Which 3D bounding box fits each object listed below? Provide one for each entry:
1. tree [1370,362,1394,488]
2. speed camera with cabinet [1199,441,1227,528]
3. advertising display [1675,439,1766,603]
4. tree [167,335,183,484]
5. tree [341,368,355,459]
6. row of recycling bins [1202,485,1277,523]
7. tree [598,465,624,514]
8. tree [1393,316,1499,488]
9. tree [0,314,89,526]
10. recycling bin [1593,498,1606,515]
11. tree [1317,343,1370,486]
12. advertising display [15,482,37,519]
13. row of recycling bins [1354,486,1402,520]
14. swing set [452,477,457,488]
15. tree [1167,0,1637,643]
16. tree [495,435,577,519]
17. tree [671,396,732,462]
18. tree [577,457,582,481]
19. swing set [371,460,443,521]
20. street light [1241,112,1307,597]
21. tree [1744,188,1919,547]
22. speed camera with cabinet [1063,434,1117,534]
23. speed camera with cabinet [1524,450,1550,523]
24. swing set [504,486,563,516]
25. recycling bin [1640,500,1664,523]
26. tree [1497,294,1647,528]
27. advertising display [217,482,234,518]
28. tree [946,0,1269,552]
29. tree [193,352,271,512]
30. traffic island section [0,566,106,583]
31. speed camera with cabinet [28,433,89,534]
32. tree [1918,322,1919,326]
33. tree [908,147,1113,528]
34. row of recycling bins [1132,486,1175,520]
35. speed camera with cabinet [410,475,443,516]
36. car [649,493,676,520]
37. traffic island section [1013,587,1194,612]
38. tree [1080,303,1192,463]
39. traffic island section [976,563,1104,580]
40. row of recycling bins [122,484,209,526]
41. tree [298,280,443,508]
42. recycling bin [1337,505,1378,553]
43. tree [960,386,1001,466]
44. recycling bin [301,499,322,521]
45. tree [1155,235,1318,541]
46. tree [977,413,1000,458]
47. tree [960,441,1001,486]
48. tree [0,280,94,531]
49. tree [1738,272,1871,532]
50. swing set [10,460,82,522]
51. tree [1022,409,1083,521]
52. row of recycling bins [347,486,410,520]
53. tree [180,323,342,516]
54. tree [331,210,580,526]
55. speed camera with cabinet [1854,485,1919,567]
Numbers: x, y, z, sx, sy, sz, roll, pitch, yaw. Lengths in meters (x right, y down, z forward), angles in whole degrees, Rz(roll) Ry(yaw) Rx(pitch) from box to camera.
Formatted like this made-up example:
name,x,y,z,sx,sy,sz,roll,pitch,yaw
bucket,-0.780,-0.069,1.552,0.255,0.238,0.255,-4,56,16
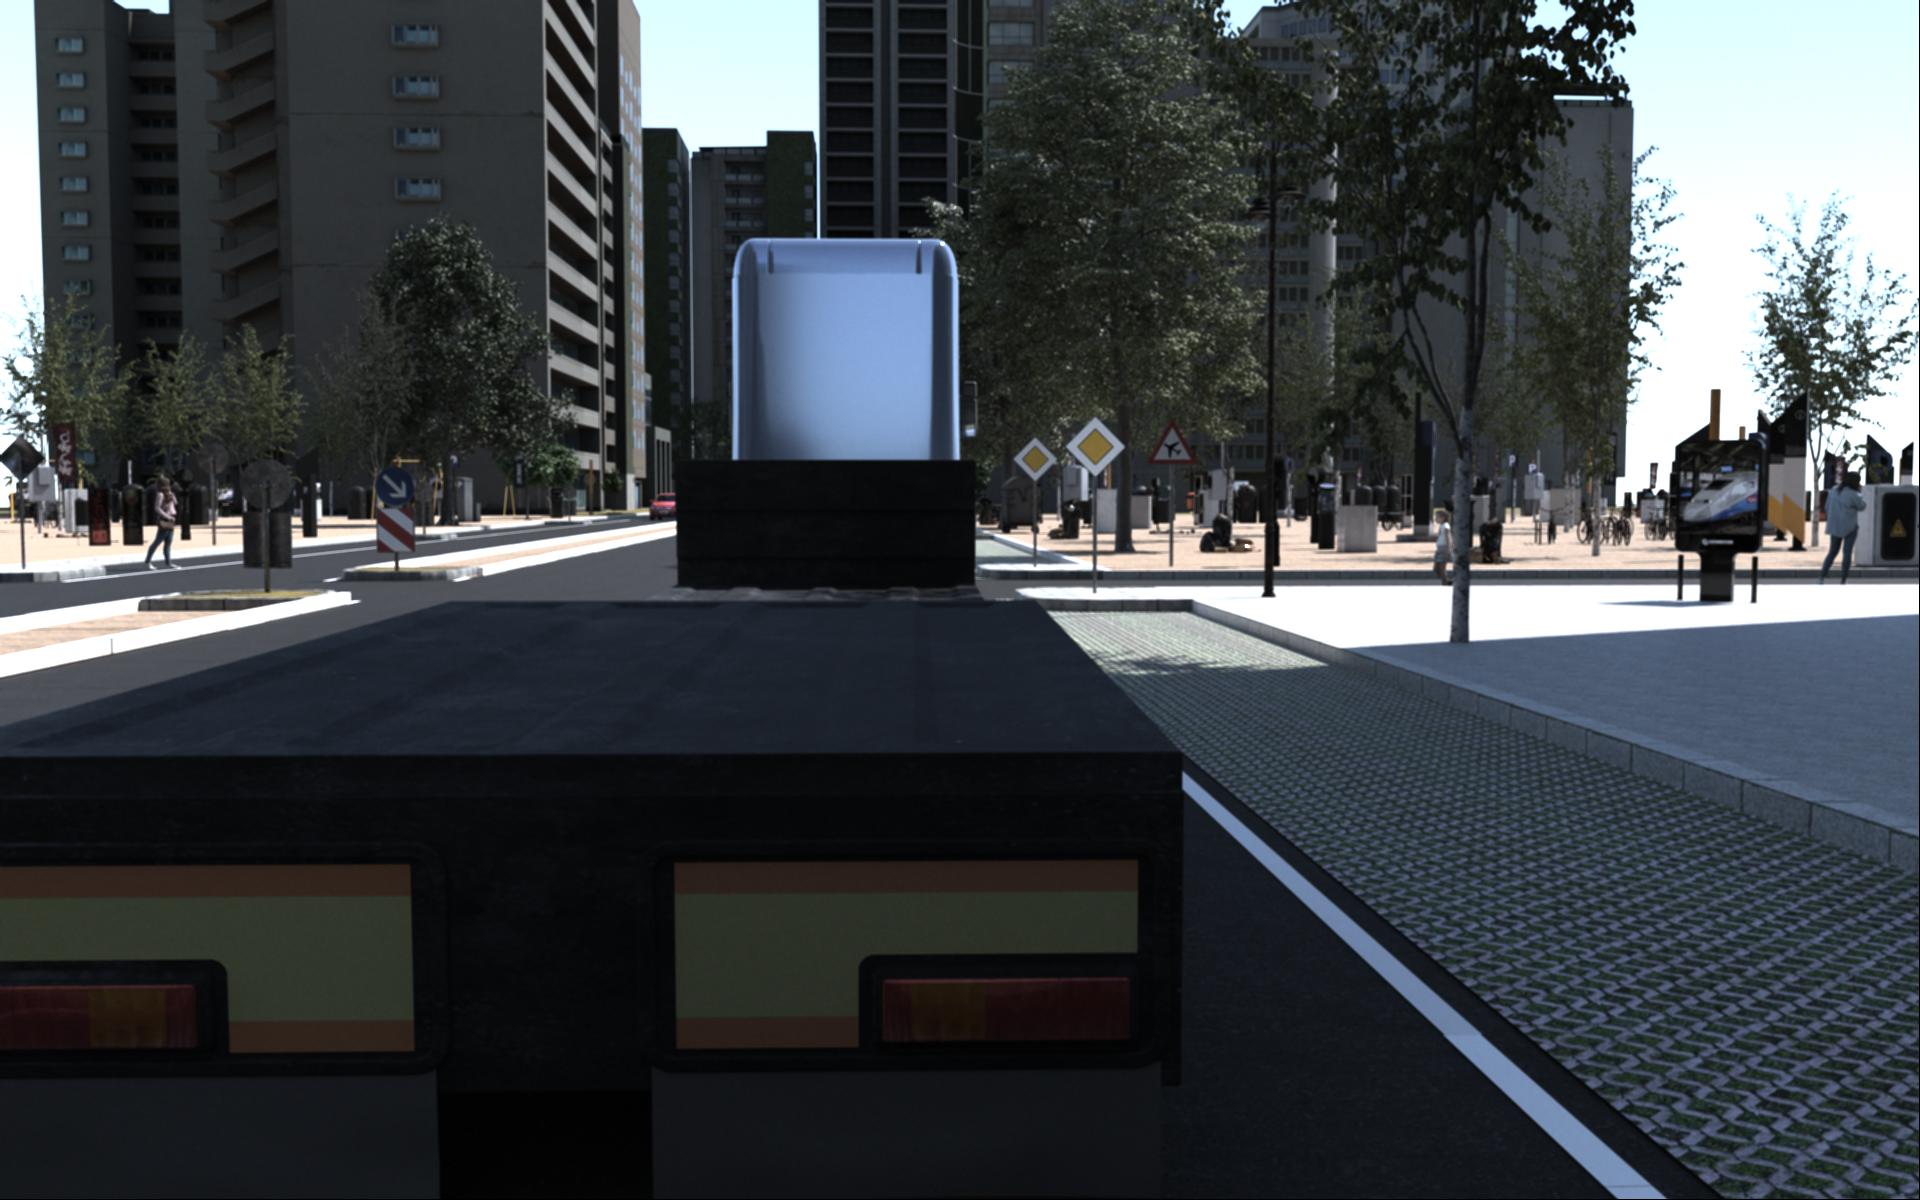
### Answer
name,x,y,z,sx,sy,sz,roll,pitch,yaw
tree,22.425,-8.611,91.148,4.360,8.622,3.978,0,3,0
speed camera with cabinet,9.593,-4.373,65.833,0.660,3.252,2.038,0,4,-6
advertising display,9.045,-0.944,20.644,0.974,1.923,0.123,3,5,41
tree,-35.326,-7.818,78.188,4.737,8.622,4.395,0,3,0
tree,-36.853,-9.232,101.312,4.737,8.622,4.395,0,3,0
row of recycling bins,12.358,-4.289,77.235,3.534,1.692,1.069,0,4,8
tree,-22.726,-7.294,113.852,1.663,3.219,1.824,0,3,0
tree,20.964,-7.389,71.168,4.360,8.622,3.978,0,3,0
tree,-37.544,-7.334,70.277,4.360,8.622,3.978,0,3,0
recycling bin,38.651,-5.631,104.627,0.722,1.027,0.722,1,4,22
tree,12.959,-7.156,67.357,4.360,8.622,3.978,0,3,0
advertising display,-48.755,-5.212,90.437,0.123,1.923,0.974,3,5,41
row of recycling bins,20.769,-4.750,84.776,3.534,1.692,1.069,-2,4,-33
swing set,-30.855,-6.427,102.699,2.862,2.851,3.119,0,4,2
tree,4.170,-3.950,14.939,4.737,8.622,4.395,0,3,0
tree,-22.259,-6.437,88.967,4.285,4.588,4.351,0,3,0
tree,-27.053,-15.660,181.793,9.928,11.665,9.643,0,3,0
tree,-22.779,-6.909,96.674,4.285,4.588,4.351,0,3,0
swing set,-25.800,-5.079,80.666,3.119,2.851,2.862,-2,4,-30
street light,3.851,-2.975,21.423,0.468,5.910,1.993,0,4,-3
tree,20.956,-5.596,41.851,4.737,8.622,4.395,0,3,0
speed camera with cabinet,4.397,-3.800,56.464,2.038,3.252,0.660,2,4,29
speed camera with cabinet,26.404,-5.134,78.271,2.038,3.252,0.660,-2,4,-32
swing set,-25.085,-6.342,101.308,3.119,2.851,2.862,0,4,-2
recycling bin,30.463,-3.894,76.218,0.722,1.027,0.722,-3,4,-39
tree,23.132,-6.990,64.647,4.360,8.622,3.978,0,3,0
advertising display,-40.190,-5.474,94.719,0.123,1.923,0.974,3,4,38
tree,3.252,-7.341,38.153,7.486,12.596,7.792,0,3,0
tree,-37.020,-8.488,89.138,4.360,8.622,3.978,0,3,0
traffic island section,-15.933,-0.437,29.433,2.009,0.180,2.903,0,4,-3
speed camera with cabinet,-29.298,-3.812,56.667,2.038,3.252,0.660,-3,5,-43
tree,21.154,-5.101,33.759,4.360,8.622,3.978,0,3,0
tree,1.789,-9.659,64.584,9.857,13.997,8.962,0,3,0
row of recycling bins,9.159,-4.780,85.264,1.069,1.692,3.534,-3,5,-44
speed camera with cabinet,-30.954,-6.462,99.993,2.038,3.252,0.660,-1,4,-20
car,-16.089,-5.325,96.097,2.155,1.783,4.494,0,4,-1
traffic island section,1.758,-0.005,22.369,2.009,0.180,2.903,0,4,-3
tree,9.134,-10.200,92.533,9.928,11.665,9.643,0,3,0
traffic island section,1.334,-0.493,30.343,2.009,0.180,2.903,0,4,-3
row of recycling bins,-32.176,-3.864,70.281,1.069,1.692,3.534,2,4,35
tree,-20.162,-6.676,59.514,4.360,8.622,3.978,0,3,0
recycling bin,8.773,-1.573,38.267,0.722,1.027,0.722,0,4,-3
tree,1.019,-9.154,100.036,4.737,8.622,4.395,0,3,0
recycling bin,-30.984,-4.293,82.738,0.722,1.027,0.722,1,4,9
tree,7.458,-5.964,47.874,4.360,8.622,3.978,0,3,0
tree,-0.845,-10.675,108.953,8.767,10.594,7.601,-2,4,-31
tree,0.508,-6.613,91.844,4.285,4.588,4.351,0,3,0
tree,-31.195,-6.724,60.295,4.737,8.622,4.395,0,3,0
tree,28.202,-6.608,58.400,4.360,8.622,3.978,0,3,0
swing set,-42.265,-5.030,79.866,3.119,2.851,2.862,-2,4,-28
tree,4.510,-8.115,83.042,4.360,8.622,3.978,0,3,0
row of recycling bins,-29.477,-4.949,88.024,1.069,1.692,3.534,2,4,34
tree,-29.852,-7.578,74.259,4.737,8.622,4.395,0,3,0
tree,-20.862,-9.383,70.415,9.611,12.733,9.660,0,3,0
speed camera with cabinet,16.961,-2.220,30.634,2.038,3.252,0.660,0,4,-8
